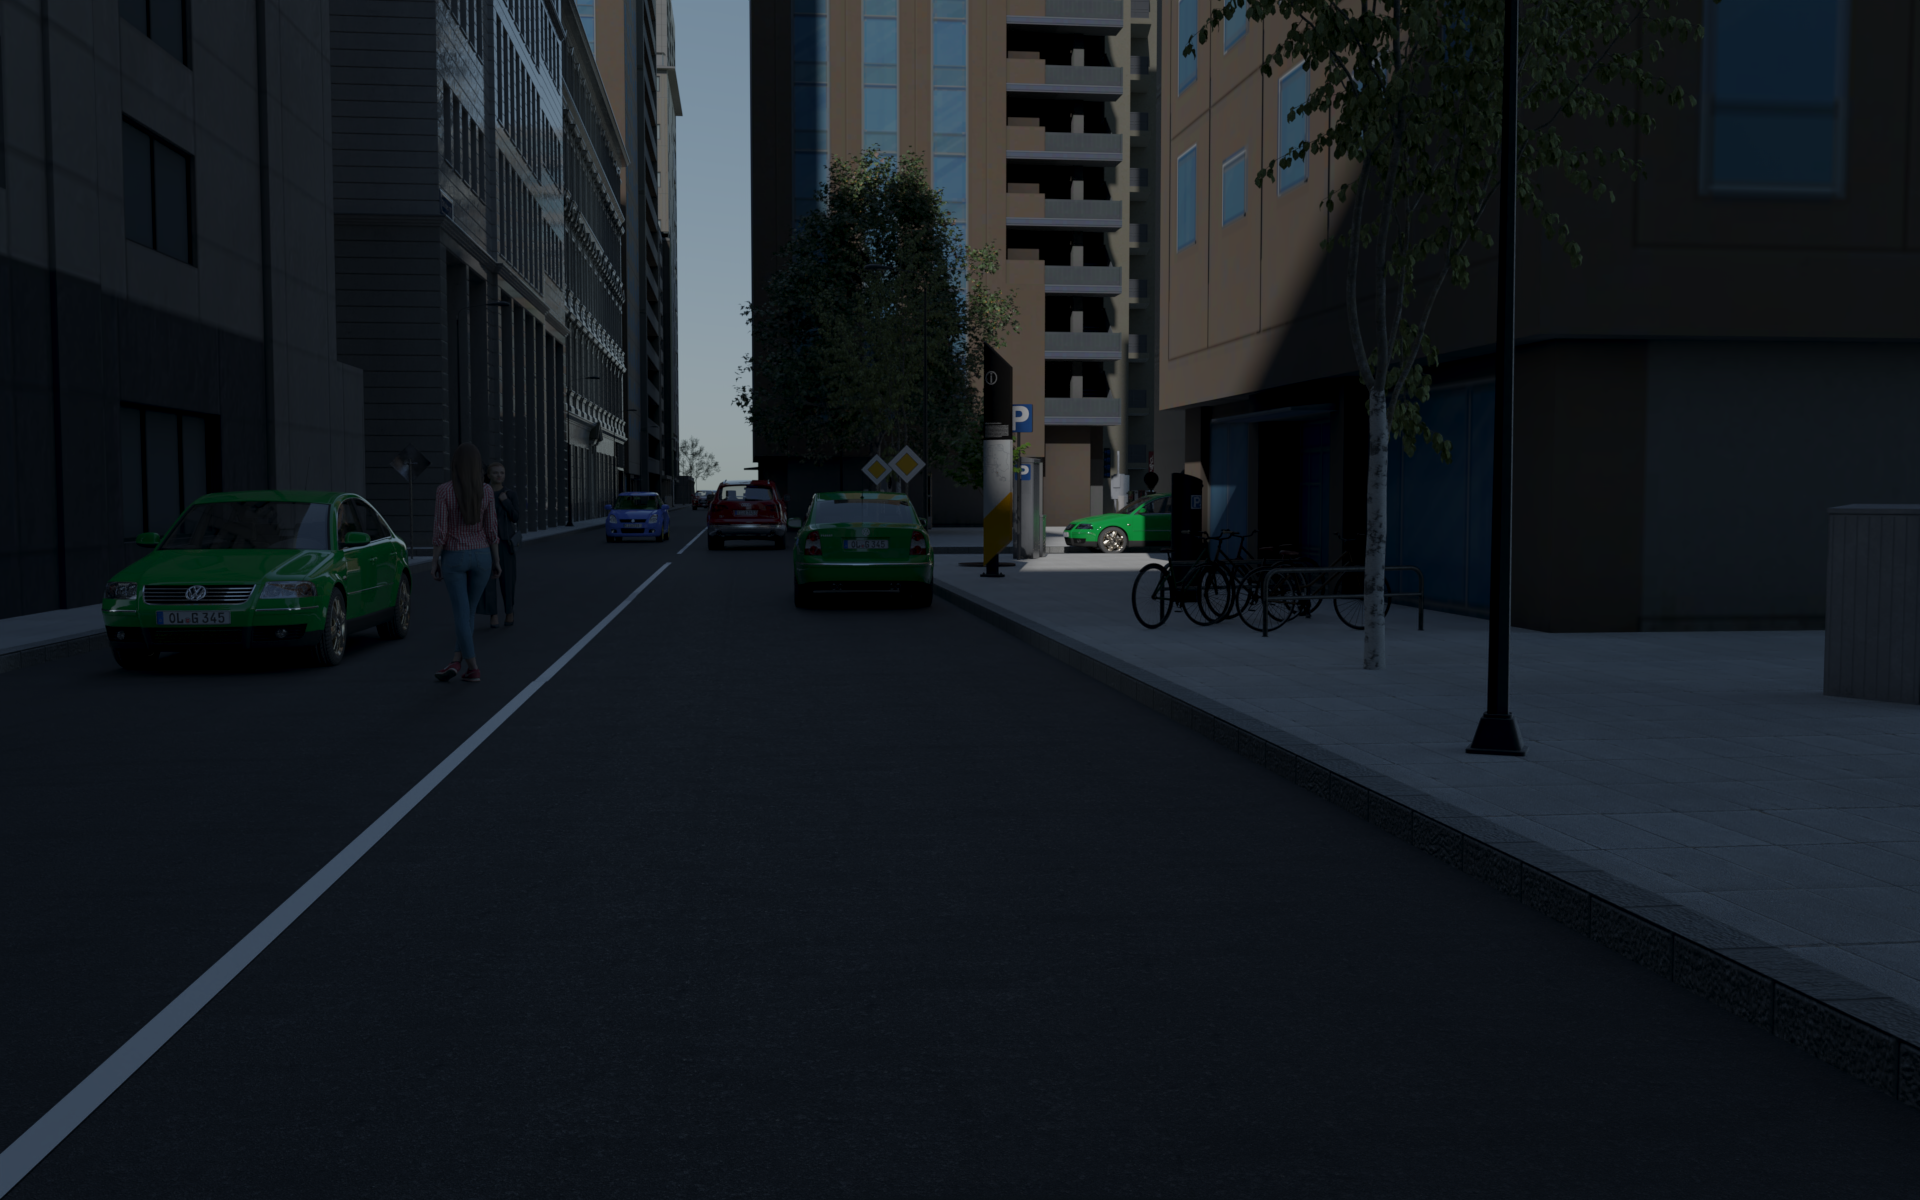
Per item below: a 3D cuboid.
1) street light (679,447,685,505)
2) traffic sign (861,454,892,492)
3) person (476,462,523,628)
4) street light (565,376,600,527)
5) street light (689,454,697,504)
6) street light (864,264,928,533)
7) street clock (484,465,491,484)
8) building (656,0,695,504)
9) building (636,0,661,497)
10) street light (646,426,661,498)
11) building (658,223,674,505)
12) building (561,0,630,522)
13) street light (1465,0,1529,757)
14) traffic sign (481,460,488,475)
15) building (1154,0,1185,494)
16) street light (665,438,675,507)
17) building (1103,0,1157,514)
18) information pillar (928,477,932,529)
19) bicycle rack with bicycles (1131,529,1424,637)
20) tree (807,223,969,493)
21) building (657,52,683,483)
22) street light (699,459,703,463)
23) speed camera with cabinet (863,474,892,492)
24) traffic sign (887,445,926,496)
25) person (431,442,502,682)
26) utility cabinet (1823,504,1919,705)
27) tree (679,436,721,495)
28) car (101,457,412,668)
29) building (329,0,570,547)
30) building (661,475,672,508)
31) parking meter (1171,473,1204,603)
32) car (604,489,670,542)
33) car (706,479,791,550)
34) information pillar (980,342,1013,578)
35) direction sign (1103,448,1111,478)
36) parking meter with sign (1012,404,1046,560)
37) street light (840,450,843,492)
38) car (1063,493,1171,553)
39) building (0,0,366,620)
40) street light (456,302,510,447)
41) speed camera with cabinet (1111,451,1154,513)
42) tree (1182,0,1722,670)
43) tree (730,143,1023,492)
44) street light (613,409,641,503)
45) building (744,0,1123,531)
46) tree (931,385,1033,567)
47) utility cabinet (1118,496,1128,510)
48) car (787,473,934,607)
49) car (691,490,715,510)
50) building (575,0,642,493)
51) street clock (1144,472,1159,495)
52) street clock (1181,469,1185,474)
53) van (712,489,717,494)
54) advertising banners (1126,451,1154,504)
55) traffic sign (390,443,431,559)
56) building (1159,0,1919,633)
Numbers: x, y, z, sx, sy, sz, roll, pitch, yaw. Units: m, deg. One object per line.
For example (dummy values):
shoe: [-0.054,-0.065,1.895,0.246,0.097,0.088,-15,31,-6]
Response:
street light: [-27.747,-12.104,170.440,1.470,5.913,1.316,0,4,-7]
traffic sign: [-2.073,-2.420,43.203,0.795,2.450,0.064,0,4,-7]
person: [-5.017,-0.598,18.692,0.576,1.772,0.534,-1,4,-21]
street light: [-14.891,-5.860,68.350,1.470,5.913,1.316,0,4,-7]
street light: [-31.465,-13.946,200.558,1.470,5.913,1.316,0,4,-7]
street light: [-1.245,-3.833,35.210,1.470,5.913,1.316,0,4,-7]
street clock: [-11.830,-2.358,43.123,0.358,2.002,0.471,0,4,-3]
building: [-49.884,-49.963,255.152,20.563,71.187,20.611,0,4,-7]
building: [-35.565,-31.535,139.298,21.300,48.544,21.600,0,4,-7]
street light: [-21.190,-8.885,117.812,1.470,5.913,1.316,0,4,-7]
building: [-37.605,-25.103,182.142,14.160,30.474,14.107,0,4,-7]
building: [-27.172,-19.248,91.116,17.030,29.872,44.131,0,4,-7]
street light: [2.140,-2.193,8.392,1.470,5.913,1.316,0,4,-7]
traffic sign: [-11.795,-2.347,42.014,0.795,2.450,0.064,0,4,-7]
building: [17.755,-26.464,56.391,21.600,48.544,21.300,0,4,-7]
street light: [-24.415,-10.494,144.119,1.470,5.913,1.316,0,4,-7]
building: [0.484,-27.494,104.157,22.147,44.769,28.867,0,4,-7]
information pillar: [-1.177,-3.565,62.783,0.304,2.012,0.304,0,4,3]
bicycle rack with bicycles: [2.967,-0.206,16.747,2.925,0.926,2.852,-2,4,-24]
tree: [-1.883,-5.868,46.312,4.737,8.622,4.395,0,3,0]
building: [-48.366,-37.990,210.373,28.713,52.752,27.495,0,4,-7]
street light: [-34.795,-15.554,226.852,1.470,5.913,1.316,0,4,-7]
speed camera with cabinet: [-3.047,-4.279,64.299,0.660,3.252,2.038,1,4,13]
traffic sign: [-1.084,-1.935,35.279,0.795,2.450,0.064,0,4,-7]
person: [-3.761,-0.289,13.237,0.388,1.821,0.555,3,5,45]
utility cabinet: [5.879,0.031,10.654,0.306,1.237,1.020,-2,4,-32]
tree: [-41.735,-20.684,272.598,8.767,10.594,7.601,0,4,-6]
car: [-6.220,-0.423,15.718,1.959,1.807,4.718,0,4,-7]
building: [-19.600,-16.965,54.878,11.434,29.767,29.804,0,4,-7]
building: [-43.653,-28.749,161.931,32.217,40.220,23.993,0,4,-7]
parking meter: [2.697,-0.746,20.610,0.372,1.533,0.369,0,3,0]
car: [-9.780,-2.633,52.638,1.945,1.707,3.694,0,4,-5]
car: [-5.644,-2.296,46.210,2.281,1.827,5.304,0,4,-5]
information pillar: [0.571,-2.155,26.585,0.504,3.616,0.183,2,4,32]
direction sign: [6.937,-5.679,84.847,0.876,3.537,0.379,0,4,2]
parking meter with sign: [1.345,-2.335,34.436,0.543,3.016,1.738,1,4,14]
street light: [-4.986,-5.652,64.956,1.470,5.913,1.316,0,4,-7]
car: [4.825,-2.000,41.498,4.718,1.807,1.959,-1,4,-8]
building: [-20.693,-35.624,20.698,20.611,71.187,20.563,0,4,-7]
street light: [-11.544,-4.240,41.863,1.470,5.913,1.316,0,4,-7]
speed camera with cabinet: [7.938,-5.204,79.426,2.038,3.252,0.660,3,4,36]
tree: [3.280,-3.797,12.441,4.737,8.622,4.395,0,3,0]
tree: [-2.778,-8.543,56.685,9.611,12.733,9.660,0,3,0]
street light: [-18.324,-7.467,94.631,1.470,5.913,1.316,0,4,-7]
building: [-1.724,-25.772,71.478,14.600,45.320,14.200,0,4,-7]
tree: [0.474,-2.223,30.949,1.663,3.219,1.824,0,3,0]
utility cabinet: [7.135,-3.886,74.694,0.306,1.237,1.020,2,4,27]
car: [-1.367,-0.898,23.477,1.959,1.807,4.718,0,4,-5]
car: [-23.119,-9.047,156.592,2.281,1.827,5.304,0,4,-6]
building: [-30.091,-28.862,121.997,14.600,45.320,14.200,0,4,-7]
street clock: [6.203,-3.160,56.232,0.471,2.002,0.358,1,4,12]
street clock: [6.523,-2.749,49.512,0.471,2.002,0.358,-1,4,-13]
van: [-24.809,-10.193,173.672,2.013,2.044,4.112,0,4,-6]
advertising banners: [7.449,-4.587,71.192,0.090,3.025,2.074,-2,4,-28]
traffic sign: [-10.806,-1.862,34.090,0.795,2.450,0.064,0,4,-7]
building: [11.110,-22.747,22.024,14.600,45.320,14.200,0,4,-7]
